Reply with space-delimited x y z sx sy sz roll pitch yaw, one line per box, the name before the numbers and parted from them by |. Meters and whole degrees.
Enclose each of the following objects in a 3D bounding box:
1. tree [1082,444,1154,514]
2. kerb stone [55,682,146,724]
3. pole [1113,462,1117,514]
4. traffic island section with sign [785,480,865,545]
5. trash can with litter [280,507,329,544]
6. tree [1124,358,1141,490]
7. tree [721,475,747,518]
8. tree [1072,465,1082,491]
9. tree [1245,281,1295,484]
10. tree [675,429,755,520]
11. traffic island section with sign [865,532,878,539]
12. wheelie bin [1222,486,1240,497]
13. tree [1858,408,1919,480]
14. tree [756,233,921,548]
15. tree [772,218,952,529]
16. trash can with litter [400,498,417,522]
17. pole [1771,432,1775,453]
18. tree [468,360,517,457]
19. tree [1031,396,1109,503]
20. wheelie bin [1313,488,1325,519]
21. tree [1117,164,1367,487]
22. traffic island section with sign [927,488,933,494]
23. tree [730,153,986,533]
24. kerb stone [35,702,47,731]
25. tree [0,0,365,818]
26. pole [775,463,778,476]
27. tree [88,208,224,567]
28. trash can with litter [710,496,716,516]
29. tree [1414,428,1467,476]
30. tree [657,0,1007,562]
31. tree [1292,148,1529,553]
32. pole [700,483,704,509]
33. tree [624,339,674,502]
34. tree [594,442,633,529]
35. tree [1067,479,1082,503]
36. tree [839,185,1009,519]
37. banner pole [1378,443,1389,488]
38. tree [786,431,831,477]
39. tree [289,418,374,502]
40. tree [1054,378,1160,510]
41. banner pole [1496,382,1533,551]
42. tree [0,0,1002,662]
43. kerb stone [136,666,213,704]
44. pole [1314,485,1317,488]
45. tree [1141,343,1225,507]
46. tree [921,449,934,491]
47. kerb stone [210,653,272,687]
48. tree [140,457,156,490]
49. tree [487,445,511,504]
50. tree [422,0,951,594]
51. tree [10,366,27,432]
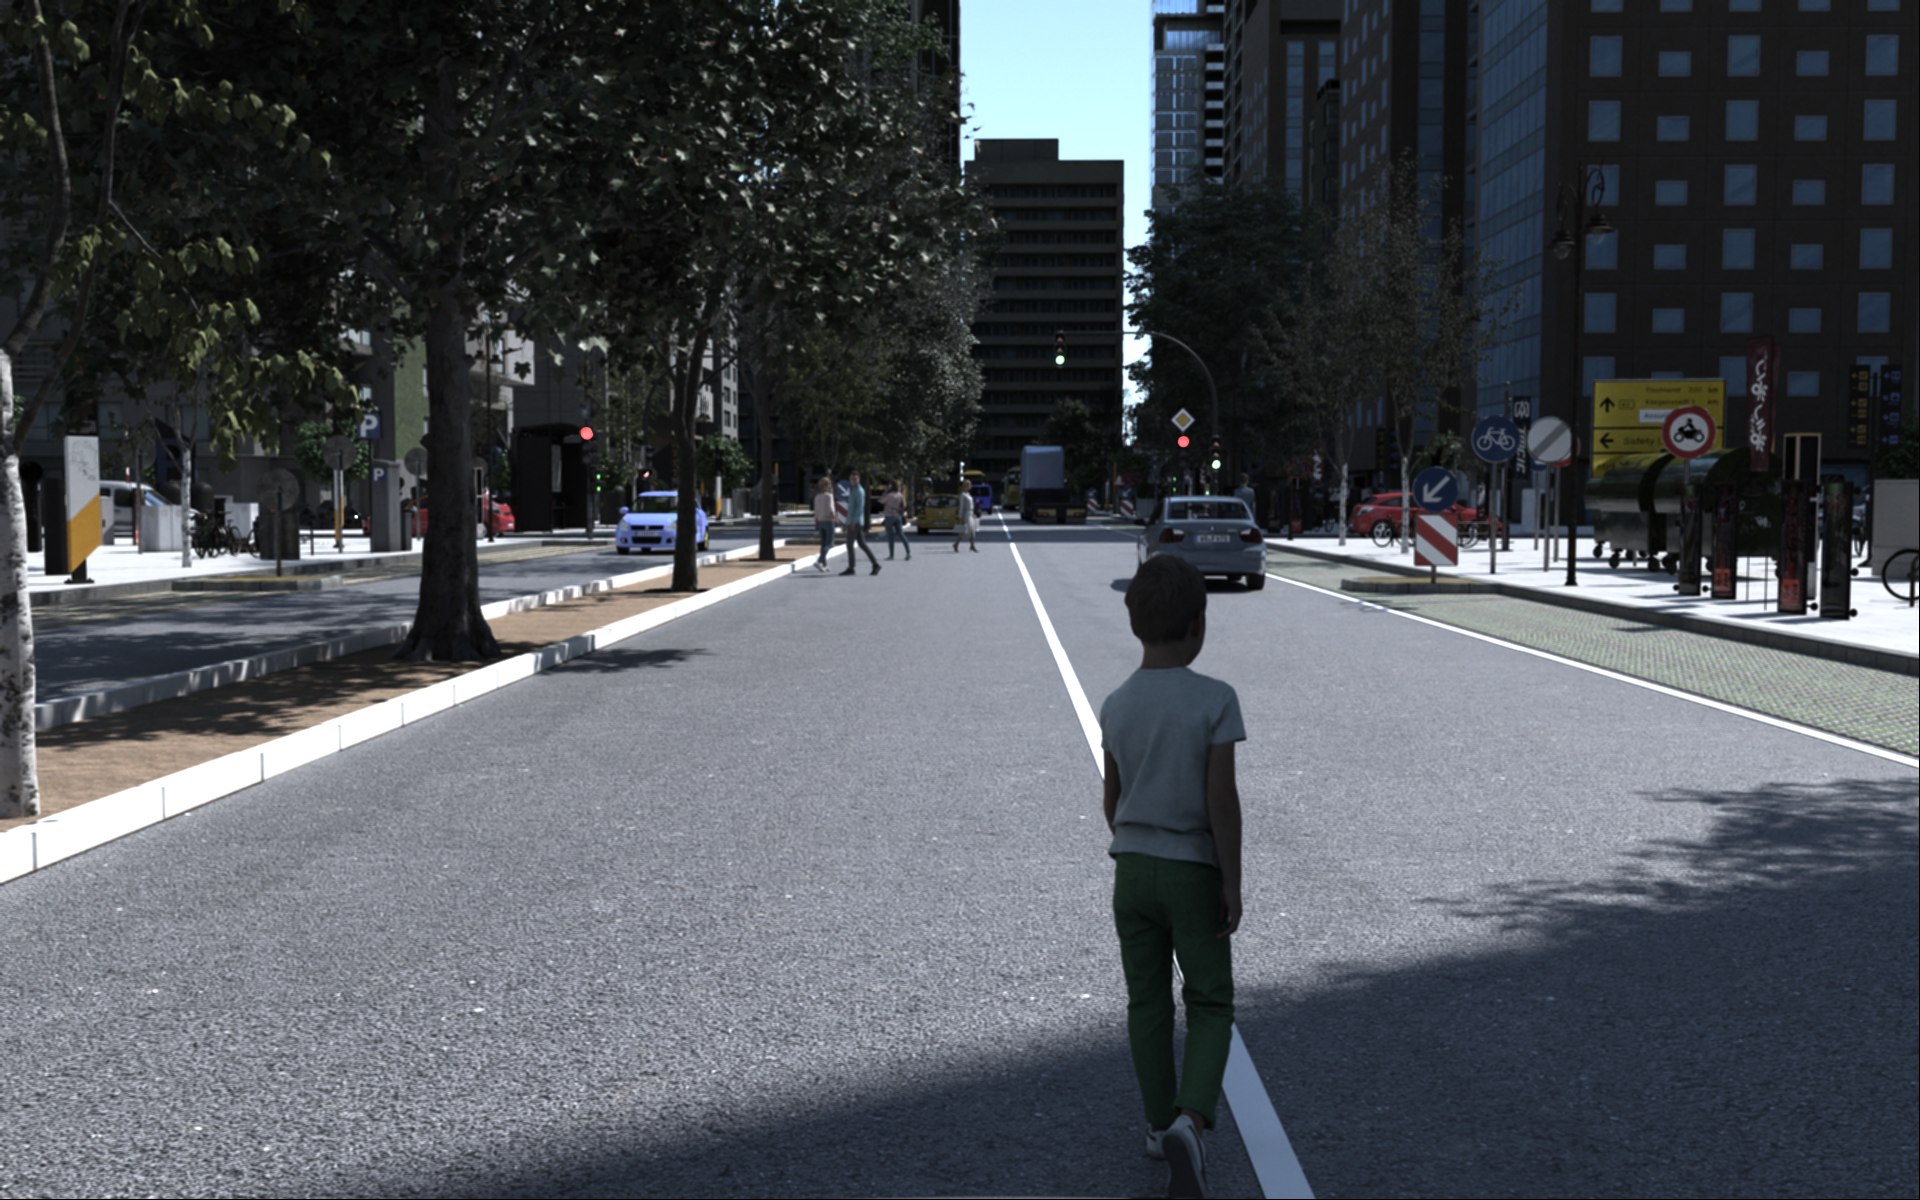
tree | 11.109 -7.963 113.909 4.285 4.588 4.351 0 3 0
kerb stone | -5.585 0.673 11.196 0.120 0.150 1.000 0 4 1
pole | 9.923 -7.164 110.977 0.158 3.312 0.155 0 3 0
traffic island section with sign | -3.854 -2.502 49.048 2.006 1.907 1.989 0 4 1
trash can with litter | -17.566 -2.077 45.014 1.678 1.210 2.233 -3 5 -42
tree | 10.256 -8.529 89.817 4.360 8.622 3.978 0 3 0
tree | -12.650 -6.105 94.417 1.663 3.219 1.824 0 3 0
tree | 12.223 -11.001 163.579 4.285 4.588 4.351 0 3 0
tree | 9.455 -5.671 43.076 4.360 8.622 3.978 0 3 0
tree | -11.991 -6.304 86.778 4.285 4.588 4.351 0 3 0
traffic island section with sign | -3.713 -2.955 56.454 2.006 1.907 1.989 0 4 1
wheelie bin | 10.331 -3.532 65.658 0.980 1.594 0.693 0 4 -7
tree | 35.392 -4.947 64.591 4.285 4.588 4.351 0 3 0
tree | -3.391 -5.671 45.534 4.737 8.622 4.395 0 3 0
tree | -3.928 -9.173 70.569 7.486 12.596 7.792 0 3 0
trash can with litter | -15.327 -2.179 47.007 1.055 1.170 0.624 -3 5 -42
pole | 21.667 -3.211 46.335 0.158 3.312 0.155 0 3 0
tree | -25.130 -8.519 89.655 4.360 8.622 3.978 0 3 0
tree | 12.610 -17.360 200.844 9.611 12.733 9.660 0 3 0
wheelie bin | 17.260 -4.659 84.075 0.693 1.594 0.980 -3 4 -38
tree | 10.846 -9.821 67.224 9.857 13.997 8.962 0 3 0
traffic island section with sign | -2.383 -7.550 131.581 2.006 1.907 1.989 0 4 1
tree | -3.622 -9.337 61.765 9.857 13.997 8.962 0 3 0
kerb stone | -5.604 0.735 10.174 0.120 0.150 1.000 0 4 1
tree | -4.134 -3.325 7.181 4.737 8.622 4.395 0 3 0
pole | -12.056 -7.331 113.704 0.158 3.312 0.155 0 3 0
tree | -13.674 -4.889 30.293 4.360 8.622 3.978 0 3 0
trash can with litter | -14.212 -5.510 101.471 1.055 1.170 0.624 -1 4 -19
tree | 24.263 -6.226 85.508 4.285 4.588 4.351 0 3 0
tree | -4.098 -7.561 36.456 12.009 13.543 11.850 0 3 0
tree | 9.647 -5.297 36.962 4.360 8.622 3.978 0 3 0
pole | -14.977 -6.532 100.642 0.158 3.312 0.155 0 3 0
tree | -13.559 -7.355 70.614 4.737 8.622 4.395 0 3 0
tree | -13.260 -4.286 64.684 1.663 3.219 1.824 0 3 0
tree | 12.162 -11.612 184.456 1.663 3.219 1.824 0 3 0
tree | -4.017 -14.662 98.068 12.611 20.169 13.585 0 3 0
banner pole | 20.592 -5.759 84.178 0.863 3.779 0.401 -2 4 -31
tree | -10.986 -12.791 143.538 7.601 10.594 8.767 0 4 3
tree | -24.089 -5.074 66.674 4.285 4.588 4.351 0 3 0
tree | 11.663 -12.551 139.619 8.767 10.594 7.601 -1 4 -20
banner pole | 12.437 -2.986 38.830 0.863 3.779 0.401 -1 4 -14
tree | -4.450 -5.837 14.908 9.611 12.733 9.660 0 3 0
kerb stone | -5.572 0.610 12.217 0.120 0.150 1.000 0 4 1
pole | 23.527 -7.388 114.631 0.158 3.312 0.155 0 3 0
tree | 10.266 -7.766 77.329 4.360 8.622 3.978 0 3 0
tree | -2.955 -8.368 89.643 4.737 8.622 4.395 0 3 0
kerb stone | -5.546 0.548 13.239 0.120 0.150 1.000 0 4 1
tree | -29.932 -4.321 65.252 1.663 3.219 1.824 0 3 0
tree | -18.016 -4.525 68.583 1.663 3.219 1.824 0 3 0
tree | -3.905 -5.906 24.784 9.928 11.665 9.643 0 3 0
tree | -19.330 -2.999 32.745 4.285 4.588 4.351 0 3 0
